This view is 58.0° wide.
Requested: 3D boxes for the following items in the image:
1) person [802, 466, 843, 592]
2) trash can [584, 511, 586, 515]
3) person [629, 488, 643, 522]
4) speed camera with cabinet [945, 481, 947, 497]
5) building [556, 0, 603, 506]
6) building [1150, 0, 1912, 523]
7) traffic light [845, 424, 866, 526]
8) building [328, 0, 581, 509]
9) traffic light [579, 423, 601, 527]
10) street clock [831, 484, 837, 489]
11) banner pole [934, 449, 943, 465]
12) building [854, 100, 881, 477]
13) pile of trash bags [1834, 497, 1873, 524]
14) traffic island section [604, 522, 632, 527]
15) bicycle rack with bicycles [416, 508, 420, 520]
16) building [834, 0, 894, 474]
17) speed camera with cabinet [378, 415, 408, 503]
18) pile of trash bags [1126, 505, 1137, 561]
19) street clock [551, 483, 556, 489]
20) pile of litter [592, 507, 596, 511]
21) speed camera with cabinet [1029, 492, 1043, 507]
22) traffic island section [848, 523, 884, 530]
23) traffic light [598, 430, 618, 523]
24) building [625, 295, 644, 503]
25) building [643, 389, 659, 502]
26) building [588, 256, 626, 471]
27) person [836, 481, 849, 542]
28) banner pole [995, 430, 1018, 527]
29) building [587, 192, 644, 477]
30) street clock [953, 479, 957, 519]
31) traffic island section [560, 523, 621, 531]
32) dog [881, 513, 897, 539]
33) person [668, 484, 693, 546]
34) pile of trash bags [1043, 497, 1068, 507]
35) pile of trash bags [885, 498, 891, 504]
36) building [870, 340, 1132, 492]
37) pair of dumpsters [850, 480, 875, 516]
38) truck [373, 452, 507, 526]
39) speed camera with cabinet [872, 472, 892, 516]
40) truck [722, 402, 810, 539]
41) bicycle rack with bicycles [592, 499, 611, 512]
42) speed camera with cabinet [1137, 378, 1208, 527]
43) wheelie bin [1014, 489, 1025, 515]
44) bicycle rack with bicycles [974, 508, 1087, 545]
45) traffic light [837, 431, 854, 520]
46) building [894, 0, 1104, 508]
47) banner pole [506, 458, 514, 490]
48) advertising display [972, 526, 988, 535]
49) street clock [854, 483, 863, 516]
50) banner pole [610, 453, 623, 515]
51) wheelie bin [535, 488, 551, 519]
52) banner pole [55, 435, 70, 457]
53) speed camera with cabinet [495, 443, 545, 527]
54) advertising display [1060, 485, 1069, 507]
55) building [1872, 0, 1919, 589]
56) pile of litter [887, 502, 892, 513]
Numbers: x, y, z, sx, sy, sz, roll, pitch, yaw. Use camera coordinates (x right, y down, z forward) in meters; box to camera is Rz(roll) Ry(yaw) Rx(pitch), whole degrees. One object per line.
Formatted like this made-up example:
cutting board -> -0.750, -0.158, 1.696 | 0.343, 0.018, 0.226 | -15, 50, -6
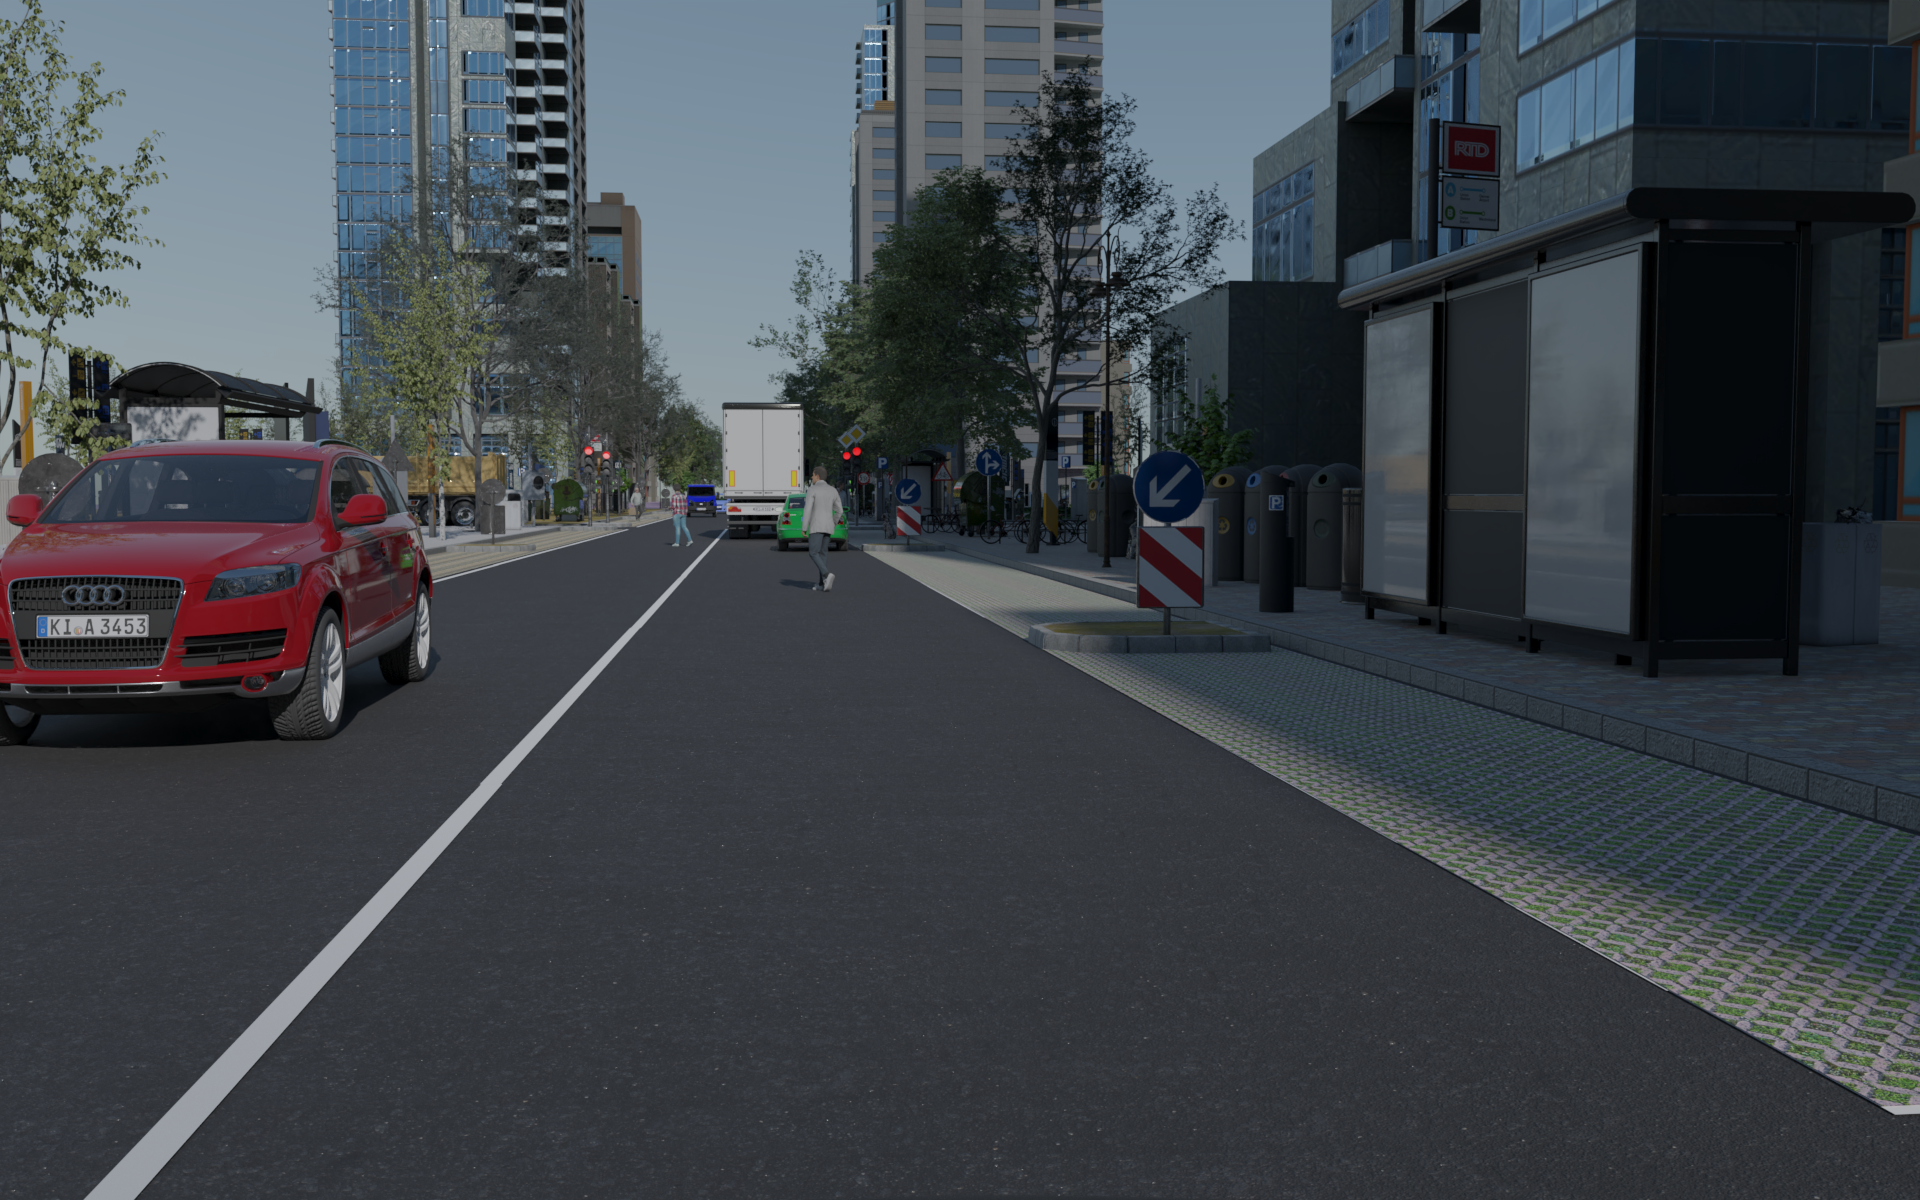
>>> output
person -> -1.999, -1.052, 25.539 | 0.661, 1.843, 0.795 | -3, 4, -39
trash can -> -23.014, -5.763, 105.876 | 0.748, 1.137, 0.748 | 0, 3, 0
person -> -16.815, -4.941, 89.771 | 0.515, 1.767, 0.782 | 3, 5, 42
speed camera with cabinet -> -1.844, -9.032, 142.013 | 2.038, 3.252, 0.660 | 1, 4, 21
building -> -49.290, -45.912, 188.906 | 20.563, 71.187, 20.611 | 0, 4, -7
building -> 19.756, -44.869, 46.286 | 22.319, 86.520, 31.000 | 0, 4, -7
traffic light -> -4.164, -4.920, 69.360 | 0.839, 4.253, 0.868 | 0, 4, -7
building -> -46.981, -51.966, 162.314 | 22.319, 86.520, 31.000 | 0, 4, -7
traffic light -> -14.554, -4.845, 68.143 | 0.839, 4.253, 0.868 | 0, 4, -7
street clock -> -9.346, -7.577, 128.458 | 0.471, 2.002, 0.358 | 3, 5, 44
banner pole -> -1.043, -6.576, 97.527 | 0.401, 3.779, 0.863 | -1, 4, -13
building -> -5.591, -44.325, 266.713 | 21.231, 58.520, 28.212 | 0, 4, -7
pile of trash bags -> 16.093, -1.225, 29.776 | 1.912, 1.369, 3.447 | 3, 5, 41
traffic island section -> -15.515, -3.298, 76.205 | 2.009, 0.180, 2.903 | 0, 4, -7
bicycle rack with bicycles -> -26.876, -4.420, 85.642 | 2.852, 0.926, 2.925 | 2, 4, 35
building -> -9.883, -60.128, 295.769 | 22.319, 86.520, 31.000 | 0, 4, -7
speed camera with cabinet -> -14.936, -3.004, 43.450 | 2.038, 3.252, 0.660 | 1, 4, 10
pile of trash bags -> 4.945, -1.470, 33.784 | 3.447, 1.369, 1.912 | 1, 4, 8
street clock -> -26.115, -6.557, 111.784 | 0.358, 2.002, 0.471 | 3, 5, 42
pile of litter -> -28.021, -7.405, 135.042 | 1.719, 0.858, 1.176 | 0, 4, -7
speed camera with cabinet -> 5.598, -7.578, 118.242 | 2.038, 3.252, 0.660 | -1, 4, -16
traffic island section -> -4.123, -2.887, 69.479 | 2.009, 0.180, 2.903 | 0, 4, -7
traffic light -> -15.474, -5.331, 76.075 | 0.839, 4.253, 0.868 | 0, 4, -7
building -> -52.767, -29.043, 246.556 | 14.160, 30.474, 14.107 | 0, 4, -7
building -> -63.977, -26.717, 281.860 | 27.650, 21.520, 28.899 | 0, 4, -7
building -> -48.260, -26.667, 207.711 | 14.160, 30.474, 14.107 | 0, 4, -7
person -> -3.659, -2.635, 51.691 | 0.679, 1.850, 0.850 | -3, 5, -44
banner pole -> 1.865, -4.728, 67.316 | 0.863, 3.779, 0.401 | -2, 4, -27
building -> -55.100, -37.306, 260.055 | 14.600, 45.320, 14.200 | 0, 4, -7
street clock -> -0.142, -4.958, 85.636 | 0.358, 2.002, 0.471 | -3, 4, -36
traffic island section -> -14.595, -2.813, 68.273 | 2.009, 0.180, 2.903 | 0, 4, -7
dog -> -2.268, -2.322, 54.803 | 0.513, 0.831, 0.800 | 0, 4, 2
person -> -7.679, -2.333, 47.484 | 0.643, 1.720, 0.563 | 3, 4, 37
pile of trash bags -> 7.055, -7.090, 125.674 | 1.912, 1.369, 3.447 | -1, 4, -20
pile of trash bags -> -6.352, -8.112, 142.387 | 3.447, 1.369, 1.912 | 0, 4, -4
building -> 3.953, -22.185, 207.757 | 27.650, 21.520, 28.899 | 0, 4, -7
pair of dumpsters -> -5.783, -6.295, 105.417 | 1.574, 2.255, 4.437 | 0, 4, -7
truck -> -23.906, -4.626, 71.562 | 9.791, 3.379, 3.469 | 0, 4, -5
speed camera with cabinet -> -4.696, -6.590, 102.079 | 0.660, 3.252, 2.038 | -1, 4, -15
truck -> -6.499, -4.257, 58.520 | 2.839, 4.237, 11.283 | 0, 4, -5
bicycle rack with bicycles -> -25.956, -6.875, 125.785 | 2.852, 0.926, 2.925 | 0, 4, -5
speed camera with cabinet -> 3.718, -2.199, 30.283 | 0.660, 3.252, 2.038 | -1, 4, -15
wheelie bin -> 3.639, -6.044, 106.730 | 0.693, 1.594, 0.980 | -1, 4, -17
bicycle rack with bicycles -> 2.265, -1.933, 44.990 | 2.925, 0.926, 2.852 | 1, 4, 22
traffic light -> -5.084, -5.405, 77.292 | 0.839, 4.253, 0.868 | 0, 4, -7
building -> 3.794, -38.894, 177.917 | 21.231, 58.520, 28.212 | 0, 4, -7
banner pole -> -31.408, -7.993, 120.703 | 0.401, 3.779, 0.863 | 3, 4, 36
advertising display -> 0.664, -3.031, 54.769 | 0.123, 1.923, 0.974 | 2, 4, 35
street clock -> -5.845, -5.815, 99.647 | 0.471, 2.002, 0.358 | 0, 4, -2
banner pole -> -22.610, -7.575, 113.862 | 0.863, 3.779, 0.401 | -2, 4, -26
wheelie bin -> -21.134, -4.880, 87.697 | 0.693, 1.594, 0.980 | -3, 5, -44
banner pole -> -33.534, -4.577, 64.859 | 0.401, 3.779, 0.863 | 1, 4, 15
speed camera with cabinet -> -17.002, -4.441, 66.944 | 0.660, 3.252, 2.038 | 2, 4, 34
advertising display -> 7.210, -6.983, 119.393 | 0.123, 1.923, 0.974 | 3, 4, 37
building -> 28.284, -10.158, 11.124 | 27.650, 21.520, 28.899 | 0, 4, -7
pile of litter -> -4.495, -6.234, 115.891 | 1.176, 0.858, 1.719 | 0, 4, 1
